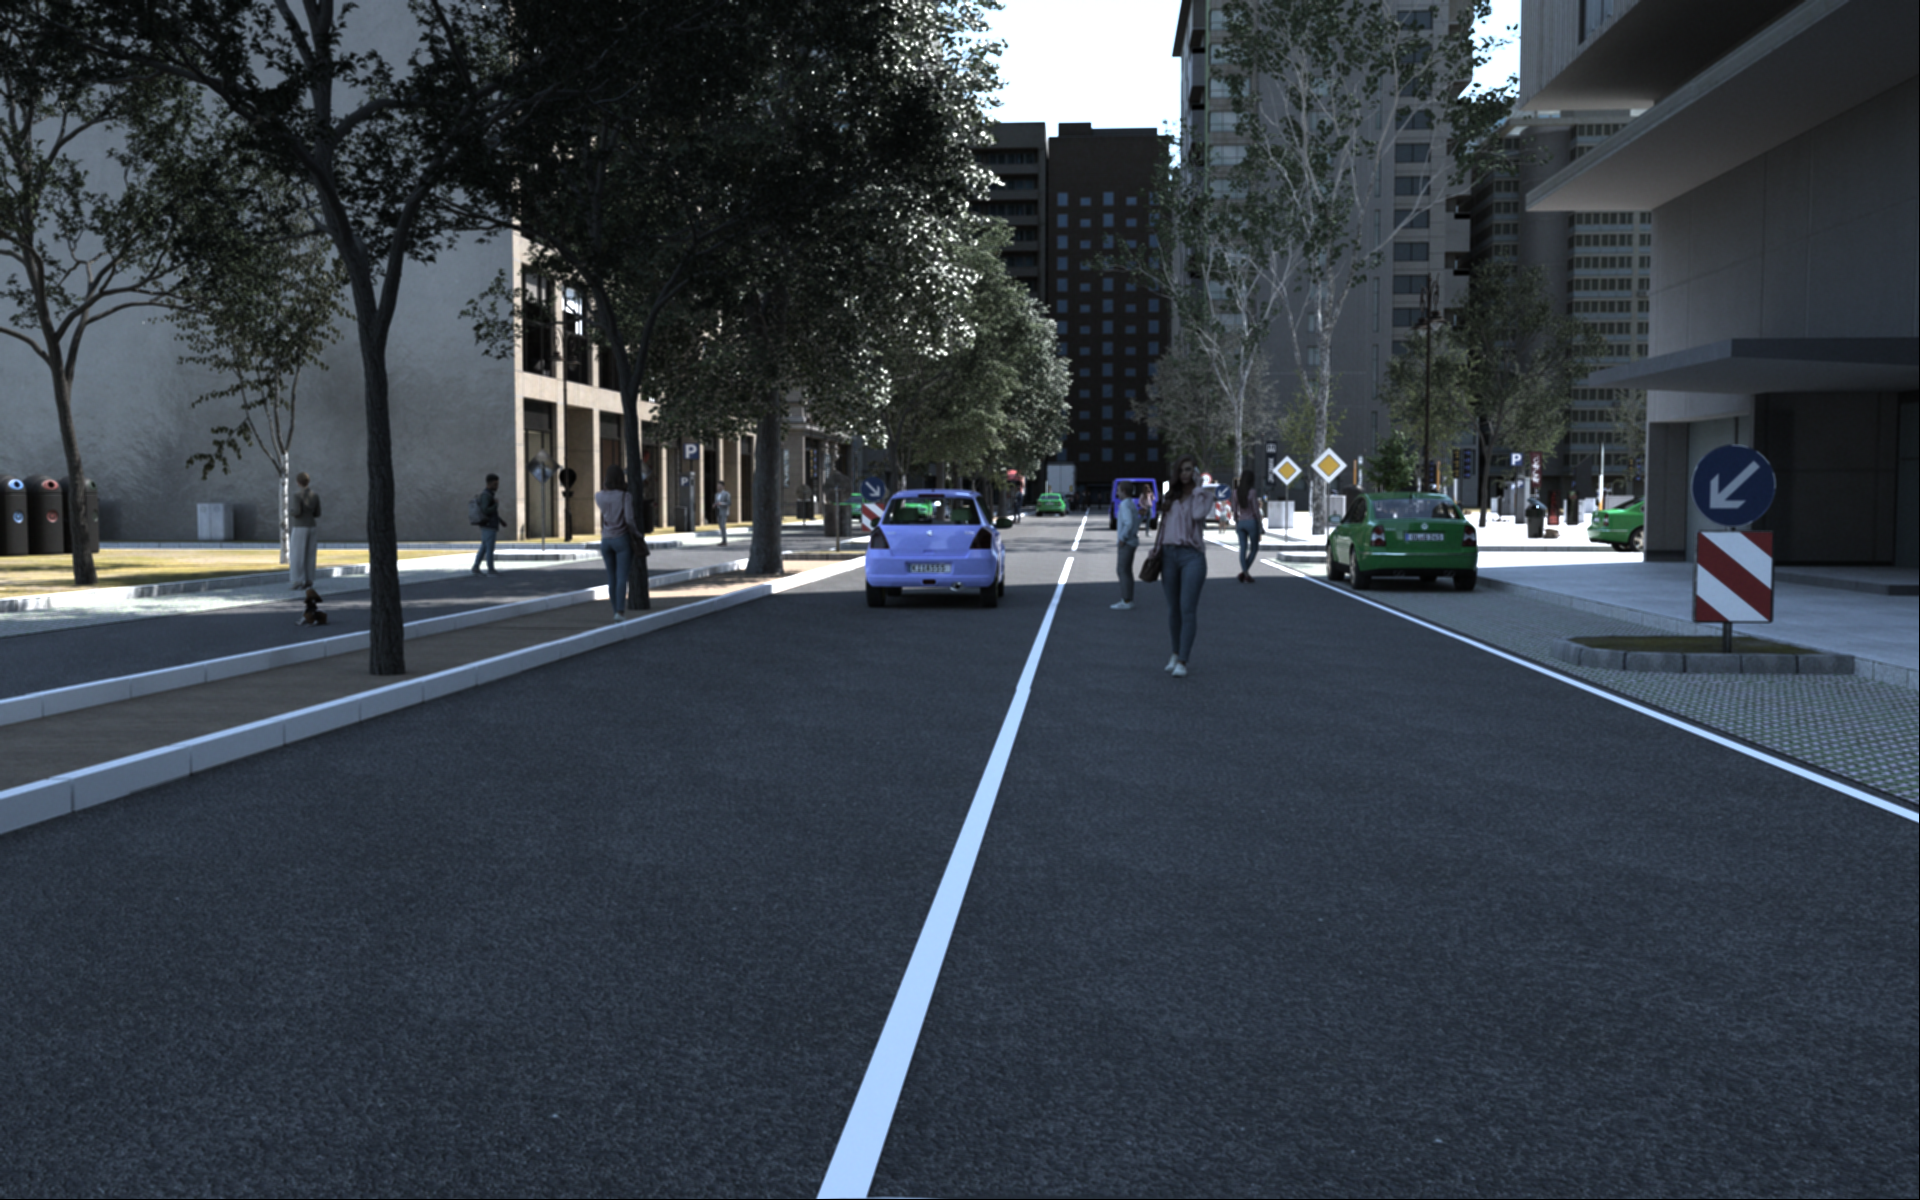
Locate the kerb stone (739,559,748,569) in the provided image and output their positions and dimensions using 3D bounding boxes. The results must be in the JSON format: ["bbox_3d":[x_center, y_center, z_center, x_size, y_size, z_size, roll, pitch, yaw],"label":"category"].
[{"bbox_3d":[-4.218,-0.662,33.050,0.120,0.150,1.000,0,4,4],"label":"kerb stone"}]

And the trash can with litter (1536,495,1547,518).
[{"bbox_3d":[31.978,-5.135,95.006,2.233,1.210,1.678,1,4,16],"label":"trash can with litter"}]

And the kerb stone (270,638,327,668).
[{"bbox_3d":[-5.649,0.463,14.633,0.120,0.150,1.000,0,4,4],"label":"kerb stone"}]

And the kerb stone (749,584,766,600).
[{"bbox_3d":[-2.844,-0.088,23.642,0.120,0.150,1.000,0,4,4],"label":"kerb stone"}]

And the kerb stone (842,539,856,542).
[{"bbox_3d":[-3.073,-1.571,47.884,0.120,0.150,1.000,0,4,4],"label":"kerb stone"}]

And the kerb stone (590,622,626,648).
[{"bbox_3d":[-3.397,0.349,16.493,0.120,0.150,1.000,0,4,4],"label":"kerb stone"}]

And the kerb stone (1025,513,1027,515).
[{"bbox_3d":[4.238,-5.688,115.193,0.120,0.150,1.000,0,4,4],"label":"kerb stone"}]

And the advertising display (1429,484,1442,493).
[{"bbox_3d":[30.131,-6.399,109.843,0.974,1.923,0.123,-1,4,-22],"label":"advertising display"}]

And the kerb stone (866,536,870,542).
[{"bbox_3d":[-2.835,-1.759,50.956,0.120,0.150,1.000,0,4,4],"label":"kerb stone"}]

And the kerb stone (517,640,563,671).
[{"bbox_3d":[-3.551,0.474,14.451,0.120,0.150,1.000,0,4,4],"label":"kerb stone"}]

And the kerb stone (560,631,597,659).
[{"bbox_3d":[-3.473,0.416,15.474,0.120,0.150,1.000,0,4,4],"label":"kerb stone"}]

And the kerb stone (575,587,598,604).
[{"bbox_3d":[-5.007,-0.038,22.809,0.120,0.150,1.000,0,4,4],"label":"kerb stone"}]

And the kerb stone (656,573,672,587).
[{"bbox_3d":[-4.697,-0.288,26.906,0.120,0.150,1.000,0,4,4],"label":"kerb stone"}]

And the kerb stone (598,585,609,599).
[{"bbox_3d":[-4.935,-0.100,23.832,0.120,0.150,1.000,0,4,4],"label":"kerb stone"}]

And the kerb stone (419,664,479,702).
[{"bbox_3d":[-3.706,0.601,12.410,0.120,0.150,1.000,0,4,4],"label":"kerb stone"}]

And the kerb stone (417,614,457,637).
[{"bbox_3d":[-5.405,0.276,17.690,0.120,0.150,1.000,0,4,4],"label":"kerb stone"}]

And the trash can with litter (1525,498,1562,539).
[{"bbox_3d":[16.834,-2.357,49.916,0.624,1.170,1.055,-3,5,-41],"label":"trash can with litter"}]

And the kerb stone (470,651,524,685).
[{"bbox_3d":[-3.624,0.536,13.432,0.120,0.150,1.000,0,4,4],"label":"kerb stone"}]

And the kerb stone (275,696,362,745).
[{"bbox_3d":[-3.866,0.724,10.369,0.120,0.150,1.000,0,4,4],"label":"kerb stone"}]

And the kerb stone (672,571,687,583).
[{"bbox_3d":[-4.616,-0.349,27.932,0.120,0.150,1.000,0,4,4],"label":"kerb stone"}]

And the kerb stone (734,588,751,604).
[{"bbox_3d":[-2.923,-0.026,22.623,0.120,0.150,1.000,0,4,4],"label":"kerb stone"}]

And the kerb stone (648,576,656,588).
[{"bbox_3d":[-4.772,-0.226,25.886,0.120,0.150,1.000,0,4,4],"label":"kerb stone"}]

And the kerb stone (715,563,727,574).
[{"bbox_3d":[-4.380,-0.536,31.003,0.120,0.150,1.000,0,4,4],"label":"kerb stone"}]

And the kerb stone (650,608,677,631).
[{"bbox_3d":[-3.237,0.224,18.538,0.120,0.150,1.000,0,4,4],"label":"kerb stone"}]

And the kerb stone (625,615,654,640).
[{"bbox_3d":[-3.308,0.286,17.518,0.120,0.150,1.000,0,4,4],"label":"kerb stone"}]

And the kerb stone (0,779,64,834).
[{"bbox_3d":[-4.100,0.913,7.302,0.120,0.150,1.000,0,4,4],"label":"kerb stone"}]

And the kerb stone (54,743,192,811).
[{"bbox_3d":[-4.019,0.849,8.320,0.120,0.150,1.000,0,4,4],"label":"kerb stone"}]

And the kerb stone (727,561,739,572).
[{"bbox_3d":[-4.298,-0.601,32.021,0.120,0.150,1.000,0,4,4],"label":"kerb stone"}]

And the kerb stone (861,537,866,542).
[{"bbox_3d":[-2.914,-1.692,49.929,0.120,0.150,1.000,0,4,4],"label":"kerb stone"}]

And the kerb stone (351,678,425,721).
[{"bbox_3d":[-3.788,0.661,11.388,0.120,0.150,1.000,0,4,4],"label":"kerb stone"}]

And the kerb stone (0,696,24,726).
[{"bbox_3d":[-5.955,0.715,10.557,0.120,0.150,1.000,0,4,4],"label":"kerb stone"}]

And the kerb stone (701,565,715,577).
[{"bbox_3d":[-4.460,-0.476,29.978,0.120,0.150,1.000,0,4,4],"label":"kerb stone"}]

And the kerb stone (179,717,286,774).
[{"bbox_3d":[-3.944,0.787,9.350,0.120,0.150,1.000,0,4,4],"label":"kerb stone"}]

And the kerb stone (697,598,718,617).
[{"bbox_3d":[-3.079,0.106,20.576,0.120,0.150,1.000,0,4,4],"label":"kerb stone"}]

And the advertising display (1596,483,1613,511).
[{"bbox_3d":[36.996,-5.766,99.483,0.123,1.923,0.974,-3,5,-41],"label":"advertising display"}]

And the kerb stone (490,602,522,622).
[{"bbox_3d":[-5.248,0.151,19.731,0.120,0.150,1.000,0,4,4],"label":"kerb stone"}]

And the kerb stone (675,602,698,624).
[{"bbox_3d":[-3.156,0.161,19.557,0.120,0.150,1.000,0,4,4],"label":"kerb stone"}]

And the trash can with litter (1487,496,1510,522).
[{"bbox_3d":[24.782,-4.207,79.841,1.678,1.210,2.233,1,4,19],"label":"trash can with litter"}]

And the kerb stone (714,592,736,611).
[{"bbox_3d":[-2.991,0.039,21.604,0.120,0.150,1.000,0,4,4],"label":"kerb stone"}]

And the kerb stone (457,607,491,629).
[{"bbox_3d":[-5.324,0.213,18.712,0.120,0.150,1.000,0,4,4],"label":"kerb stone"}]

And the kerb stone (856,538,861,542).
[{"bbox_3d":[-2.994,-1.632,48.904,0.120,0.150,1.000,0,4,4],"label":"kerb stone"}]

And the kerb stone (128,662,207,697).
[{"bbox_3d":[-5.807,0.590,12.595,0.120,0.150,1.000,0,4,4],"label":"kerb stone"}]

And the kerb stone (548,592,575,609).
[{"bbox_3d":[-5.087,0.025,21.786,0.120,0.150,1.000,0,4,4],"label":"kerb stone"}]

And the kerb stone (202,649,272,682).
[{"bbox_3d":[-5.722,0.525,13.613,0.120,0.150,1.000,0,4,4],"label":"kerb stone"}]

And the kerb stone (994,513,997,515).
[{"bbox_3d":[2.462,-5.947,119.431,0.120,0.150,1.000,0,4,4],"label":"kerb stone"}]

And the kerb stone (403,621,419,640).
[{"bbox_3d":[-5.486,0.342,16.671,0.120,0.150,1.000,0,4,4],"label":"kerb stone"}]

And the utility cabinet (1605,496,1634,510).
[{"bbox_3d":[25.484,-3.413,66.963,1.020,1.237,0.306,0,4,1],"label":"utility cabinet"}]

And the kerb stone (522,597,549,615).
[{"bbox_3d":[-5.175,0.092,20.757,0.120,0.150,1.000,0,4,4],"label":"kerb stone"}]

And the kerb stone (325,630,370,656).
[{"bbox_3d":[-5.565,0.400,15.652,0.120,0.150,1.000,0,4,4],"label":"kerb stone"}]

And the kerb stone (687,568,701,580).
[{"bbox_3d":[-4.538,-0.413,28.959,0.120,0.150,1.000,0,4,4],"label":"kerb stone"}]

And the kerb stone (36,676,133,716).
[{"bbox_3d":[-5.881,0.650,11.576,0.120,0.150,1.000,0,4,4],"label":"kerb stone"}]
